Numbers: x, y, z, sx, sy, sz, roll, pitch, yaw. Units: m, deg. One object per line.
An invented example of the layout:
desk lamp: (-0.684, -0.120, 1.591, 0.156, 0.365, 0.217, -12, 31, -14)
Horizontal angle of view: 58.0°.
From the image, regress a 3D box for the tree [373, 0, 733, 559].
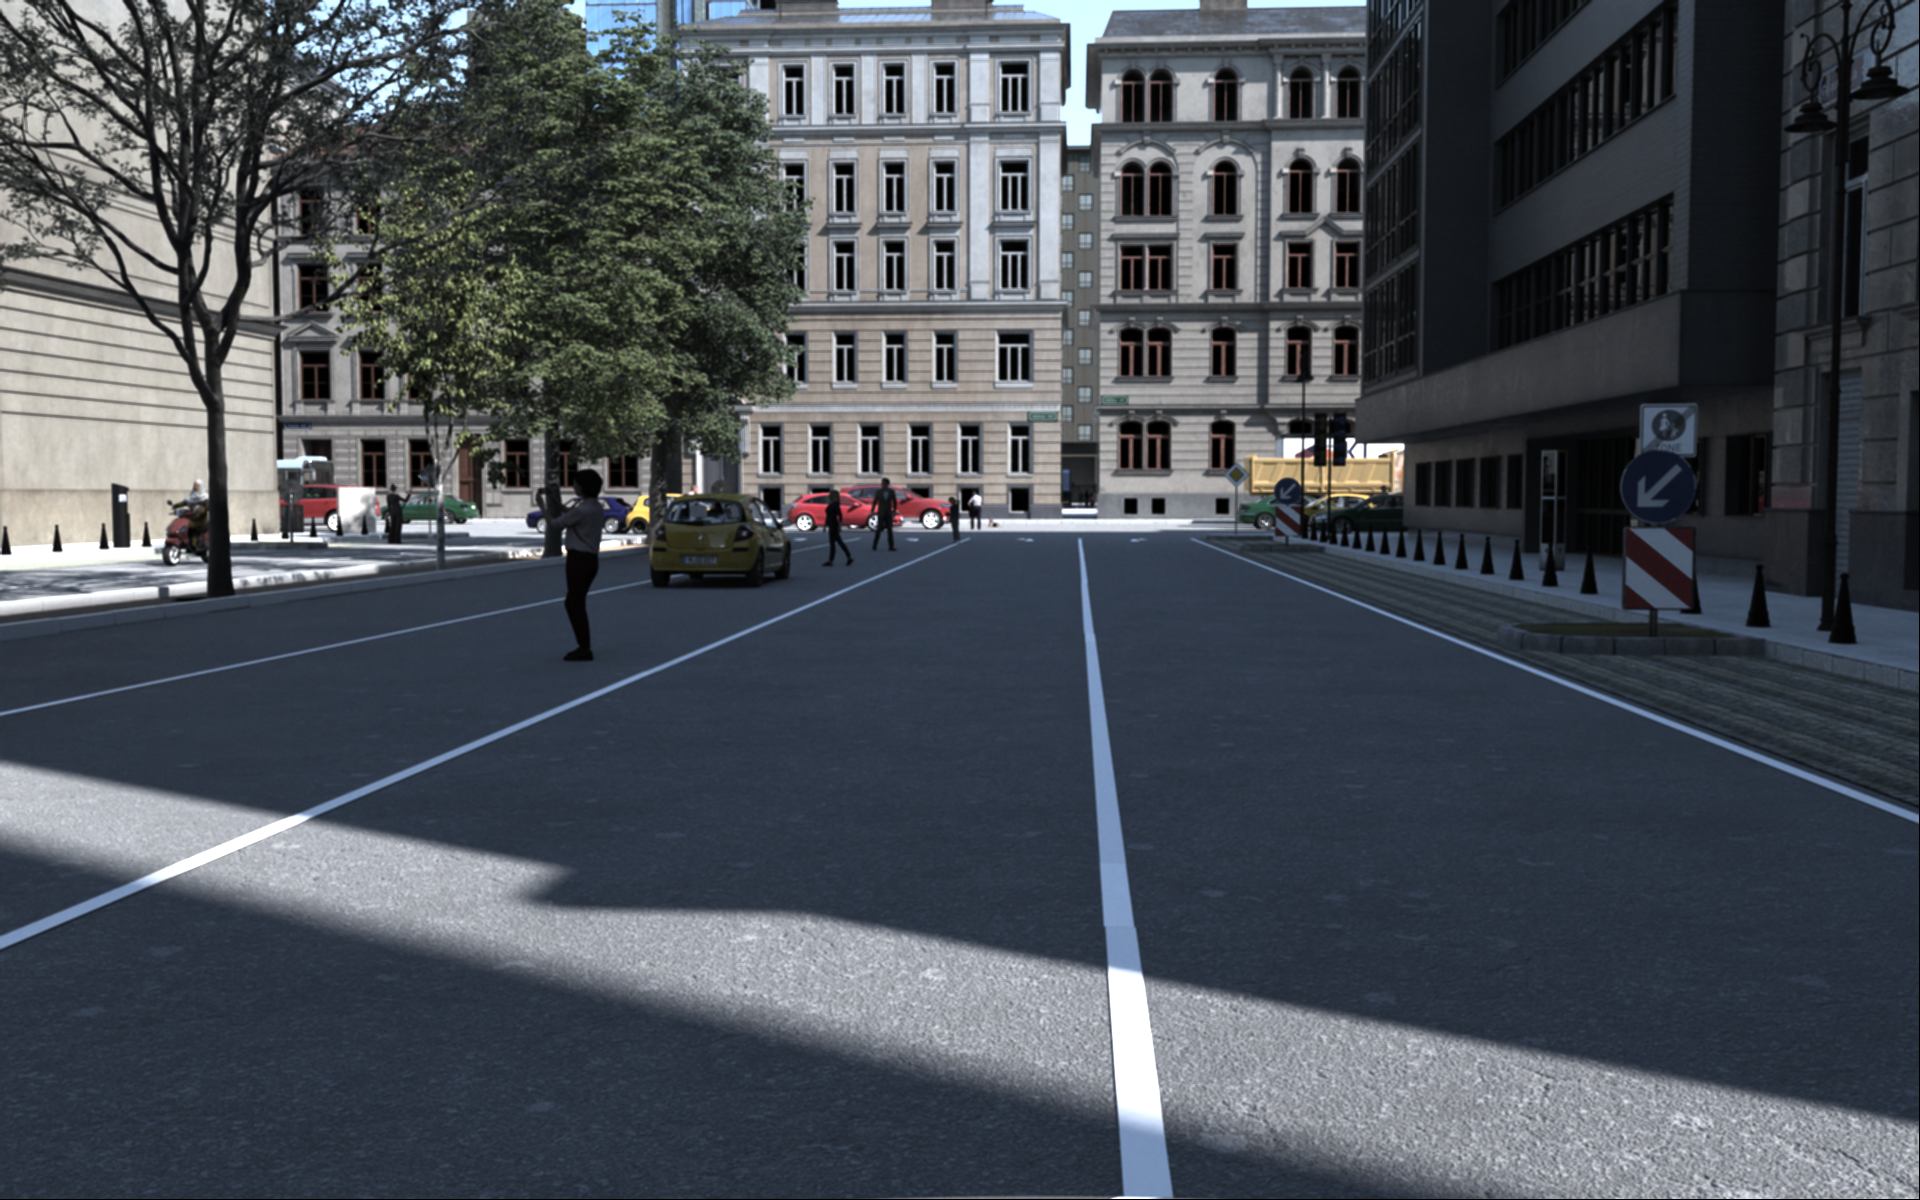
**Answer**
tree: (-8.808, -7.133, 37.215, 7.486, 12.596, 7.792, 0, 3, 0)

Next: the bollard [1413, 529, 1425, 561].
bollard: (8.840, -1.057, 33.329, 0.229, 0.601, 0.229, 0, 3, 0)

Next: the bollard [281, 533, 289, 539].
bollard: (-19.260, -2.042, 49.420, 0.229, 0.601, 0.229, 0, 3, 0)

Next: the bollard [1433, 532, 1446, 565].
bollard: (8.720, -0.945, 31.489, 0.229, 0.601, 0.229, 0, 3, 0)

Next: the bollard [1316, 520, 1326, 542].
bollard: (9.701, -1.846, 46.227, 0.229, 0.601, 0.229, 0, 3, 0)

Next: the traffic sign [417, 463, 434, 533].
traffic sign: (-17.239, -3.220, 56.293, 0.795, 2.450, 0.064, 0, 4, 4)

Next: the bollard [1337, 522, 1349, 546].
bollard: (9.451, -1.620, 42.530, 0.229, 0.601, 0.229, 0, 3, 0)

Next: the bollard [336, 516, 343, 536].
bollard: (-19.021, -2.266, 53.096, 0.229, 0.601, 0.229, 0, 3, 0)

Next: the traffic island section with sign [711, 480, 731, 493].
traffic island section with sign: (-7.849, -2.925, 55.965, 2.006, 1.907, 1.989, 0, 4, 4)

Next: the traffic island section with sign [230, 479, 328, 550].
traffic island section with sign: (-17.680, -2.237, 45.210, 1.989, 1.847, 2.006, 0, 4, 4)

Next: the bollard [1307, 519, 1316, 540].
bollard: (9.822, -1.959, 48.070, 0.229, 0.601, 0.229, 0, 3, 0)

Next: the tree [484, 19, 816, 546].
tree: (-8.415, -8.484, 47.829, 9.857, 13.997, 8.962, 0, 3, 0)

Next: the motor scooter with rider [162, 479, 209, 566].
motor scooter with rider: (-15.674, -1.607, 35.234, 0.876, 1.779, 1.986, 0, 4, 5)

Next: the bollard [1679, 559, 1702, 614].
bollard: (7.859, -0.157, 18.608, 0.229, 0.601, 0.229, 0, 3, 0)

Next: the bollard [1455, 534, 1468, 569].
bollard: (8.591, -0.832, 29.651, 0.229, 0.601, 0.229, 0, 3, 0)

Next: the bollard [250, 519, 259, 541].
bollard: (-19.388, -1.929, 47.573, 0.229, 0.601, 0.229, 0, 3, 0)

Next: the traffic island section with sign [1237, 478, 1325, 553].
traffic island section with sign: (7.957, -2.110, 43.120, 1.989, 1.847, 2.006, 0, 4, 4)

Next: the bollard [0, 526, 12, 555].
bollard: (-20.128, -1.253, 36.527, 0.229, 0.601, 0.229, 0, 3, 0)

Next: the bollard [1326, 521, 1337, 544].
bollard: (9.573, -1.733, 44.379, 0.229, 0.601, 0.229, 0, 3, 0)

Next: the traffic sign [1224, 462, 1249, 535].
traffic sign: (8.696, -3.113, 54.547, 0.795, 2.450, 0.064, 0, 4, 4)

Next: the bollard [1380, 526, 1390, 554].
bollard: (9.083, -1.283, 37.014, 0.229, 0.601, 0.229, 0, 3, 0)

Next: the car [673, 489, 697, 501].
car: (-6.347, -2.082, 43.825, 2.009, 1.686, 4.222, 0, 4, 3)

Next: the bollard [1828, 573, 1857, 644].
bollard: (7.612, 0.069, 14.921, 0.229, 0.601, 0.229, 0, 3, 0)

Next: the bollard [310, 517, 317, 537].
bollard: (-19.141, -2.154, 51.258, 0.229, 0.601, 0.229, 0, 3, 0)

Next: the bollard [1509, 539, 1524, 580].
bollard: (8.348, -0.607, 25.964, 0.229, 0.601, 0.229, 0, 3, 0)

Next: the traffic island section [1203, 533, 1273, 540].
traffic island section: (8.720, -1.978, 54.623, 2.009, 0.180, 2.903, 0, 4, 4)

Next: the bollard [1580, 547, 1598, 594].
bollard: (8.101, -0.382, 22.288, 0.229, 0.601, 0.229, 0, 3, 0)

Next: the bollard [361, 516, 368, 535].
bollard: (-18.893, -2.380, 54.948, 0.229, 0.601, 0.229, 0, 3, 0)

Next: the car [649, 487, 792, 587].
car: (-3.818, -1.095, 28.127, 2.015, 1.641, 3.980, 0, 4, 4)

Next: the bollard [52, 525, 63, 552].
bollard: (-20.001, -1.365, 38.364, 0.229, 0.601, 0.229, 0, 3, 0)

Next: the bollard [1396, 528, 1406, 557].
bollard: (8.962, -1.170, 35.167, 0.229, 0.601, 0.229, 0, 3, 0)

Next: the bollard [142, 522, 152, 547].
bollard: (-19.756, -1.591, 42.053, 0.229, 0.601, 0.229, 0, 3, 0)

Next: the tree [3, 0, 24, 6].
tree: (-10.750, -5.423, 13.186, 6.751, 12.117, 7.091, 0, 3, 0)

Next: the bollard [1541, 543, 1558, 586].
bollard: (8.224, -0.494, 24.126, 0.229, 0.601, 0.229, 0, 3, 0)

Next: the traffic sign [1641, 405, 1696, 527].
traffic sign: (8.030, -1.074, 19.697, 0.606, 2.300, 0.079, 1, 4, 12)

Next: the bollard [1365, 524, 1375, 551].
bollard: (9.206, -1.395, 38.853, 0.229, 0.601, 0.229, 0, 3, 0)

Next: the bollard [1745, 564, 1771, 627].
bollard: (7.734, -0.044, 16.766, 0.229, 0.601, 0.229, 0, 3, 0)

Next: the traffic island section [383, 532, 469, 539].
traffic island section: (-17.263, -2.084, 56.357, 2.009, 0.180, 2.903, 0, 4, 4)

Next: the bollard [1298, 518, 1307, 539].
bollard: (9.943, -2.071, 49.908, 0.229, 0.601, 0.229, 0, 3, 0)

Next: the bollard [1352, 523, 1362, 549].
bollard: (9.331, -1.508, 40.692, 0.229, 0.601, 0.229, 0, 3, 0)

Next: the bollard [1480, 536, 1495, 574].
bollard: (8.473, -0.720, 27.812, 0.229, 0.601, 0.229, 0, 3, 0)

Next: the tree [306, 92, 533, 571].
tree: (-9.461, -4.792, 31.165, 4.737, 8.622, 4.395, 0, 3, 0)

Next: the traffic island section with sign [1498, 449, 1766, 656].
traffic island section with sign: (6.168, -0.465, 16.224, 1.989, 1.847, 2.006, 0, 4, 4)

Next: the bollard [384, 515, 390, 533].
bollard: (-18.772, -2.493, 56.796, 0.229, 0.601, 0.229, 0, 3, 0)

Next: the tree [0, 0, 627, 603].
tree: (-9.844, -6.712, 22.566, 12.009, 13.543, 11.850, 0, 3, 0)

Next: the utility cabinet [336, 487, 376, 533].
utility cabinet: (-19.835, -2.949, 56.895, 1.173, 1.500, 0.318, -2, 4, -34)

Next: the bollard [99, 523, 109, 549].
bollard: (-19.878, -1.478, 40.209, 0.229, 0.601, 0.229, 0, 3, 0)
